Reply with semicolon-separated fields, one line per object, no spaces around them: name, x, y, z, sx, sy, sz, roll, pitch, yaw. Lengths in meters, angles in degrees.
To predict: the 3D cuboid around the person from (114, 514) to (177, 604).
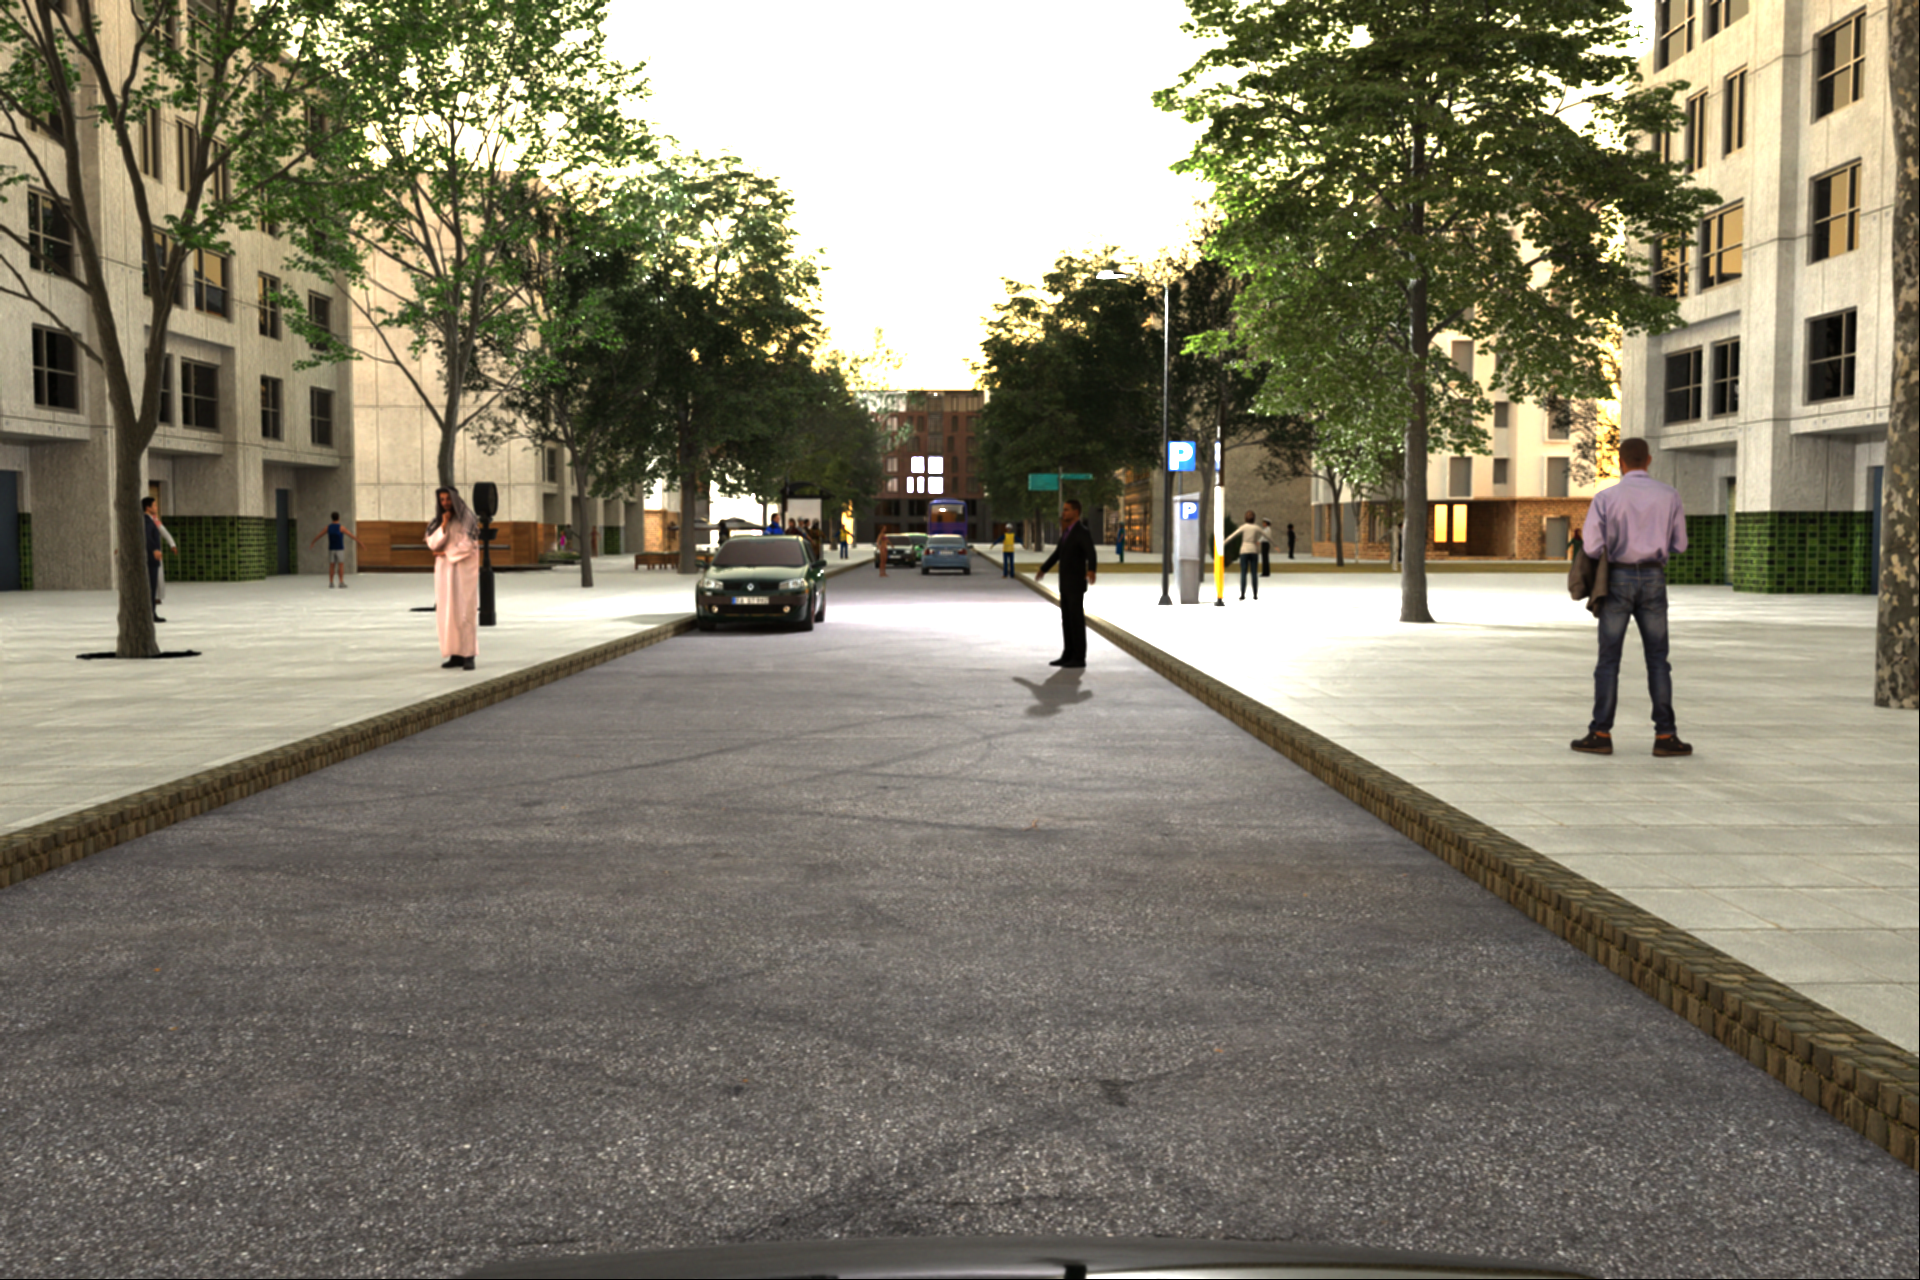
person;-14.828;-1.560;31.651;1.347;1.811;0.704;1;4;16

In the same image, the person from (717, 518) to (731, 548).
person;-8.766;-3.545;63.737;0.705;1.856;1.354;-1;4;-14

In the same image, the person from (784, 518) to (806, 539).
person;-4.811;-2.583;49.040;1.215;1.729;0.721;2;4;30

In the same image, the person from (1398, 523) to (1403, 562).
person;20.363;-4.511;79.941;0.705;1.806;1.347;1;4;10

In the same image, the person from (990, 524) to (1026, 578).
person;1.567;-2.905;56.419;1.216;1.772;0.721;-1;4;-14

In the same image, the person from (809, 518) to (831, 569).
person;-5.259;-3.521;63.342;0.705;1.858;1.354;3;5;40

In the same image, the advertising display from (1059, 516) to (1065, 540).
advertising display;3.744;-3.573;63.627;0.123;1.923;0.974;0;4;-1

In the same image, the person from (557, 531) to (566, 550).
person;-18.775;-4.426;81.626;0.599;1.433;0.991;-3;4;-36

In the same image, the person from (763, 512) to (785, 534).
person;-4.694;-2.344;44.296;0.704;1.831;1.345;2;4;30

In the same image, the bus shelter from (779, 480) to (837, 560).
bus shelter;-6.023;-4.547;68.267;2.014;3.302;5.546;0;4;-1

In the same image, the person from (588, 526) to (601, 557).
person;-20.116;-5.393;94.972;1.217;1.733;0.721;2;4;34

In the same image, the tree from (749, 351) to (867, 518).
tree;-9.640;-11.540;106.813;7.486;12.596;7.792;0;3;0

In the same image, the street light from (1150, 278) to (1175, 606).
street light;4.198;-3.555;30.660;1.470;5.913;1.316;0;3;0

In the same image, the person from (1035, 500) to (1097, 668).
person;1.192;-0.615;18.732;0.704;1.802;1.346;-1;4;-23

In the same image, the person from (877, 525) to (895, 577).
person;-2.518;-3.012;58.498;0.721;1.733;1.217;1;4;23

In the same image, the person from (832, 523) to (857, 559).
person;-5.932;-5.060;88.702;1.349;1.833;0.705;-1;4;-23

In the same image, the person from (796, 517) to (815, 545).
person;-5.204;-3.122;56.903;0.705;1.847;1.347;2;4;28

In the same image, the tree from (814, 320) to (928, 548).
tree;-9.063;-18.248;154.239;12.611;20.169;13.585;0;3;0

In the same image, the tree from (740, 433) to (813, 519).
tree;-9.218;-8.703;92.662;4.360;8.622;3.978;0;3;0

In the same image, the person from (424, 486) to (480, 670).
person;-4.842;-0.601;16.546;0.551;1.740;0.621;0;4;-7

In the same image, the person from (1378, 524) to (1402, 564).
person;18.732;-4.189;74.682;1.347;1.806;0.705;1;4;12

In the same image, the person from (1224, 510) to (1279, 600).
person;5.592;-1.639;33.561;1.215;1.744;0.721;0;4;-2

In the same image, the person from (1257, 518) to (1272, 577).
person;9.167;-2.806;52.344;0.721;1.778;1.216;2;4;25

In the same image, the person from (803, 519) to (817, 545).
person;-5.383;-3.364;61.141;0.704;1.812;1.346;-2;4;-24

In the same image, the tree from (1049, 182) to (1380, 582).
tree;6.439;-6.789;45.410;8.767;10.594;7.601;-1;4;-19

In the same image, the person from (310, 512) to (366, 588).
person;-14.917;-2.158;41.444;1.345;1.807;0.704;0;4;0

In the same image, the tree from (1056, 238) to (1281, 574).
tree;6.525;-7.420;55.734;8.767;10.594;7.601;3;5;42

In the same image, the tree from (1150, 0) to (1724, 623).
tree;6.564;-6.505;24.487;7.486;12.596;7.792;0;3;0

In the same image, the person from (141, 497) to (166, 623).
person;-11.772;-1.173;25.231;0.704;1.823;1.345;-2;4;-27

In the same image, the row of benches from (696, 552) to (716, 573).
row of benches;-8.429;-2.615;58.213;1.422;0.672;4.104;-2;4;-27

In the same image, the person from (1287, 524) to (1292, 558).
person;17.721;-5.297;92.753;0.704;1.843;1.345;1;4;10

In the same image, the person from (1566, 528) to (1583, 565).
person;16.570;-2.271;46.347;0.989;1.438;0.599;-2;4;-25

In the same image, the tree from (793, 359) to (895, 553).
tree;-9.709;-12.854;120.539;12.009;13.543;11.850;0;3;0

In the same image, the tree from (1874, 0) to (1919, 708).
tree;6.035;-9.498;11.185;12.611;20.169;13.585;0;3;0

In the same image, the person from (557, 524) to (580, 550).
person;-19.843;-4.986;87.795;1.348;1.796;0.705;-1;4;-19

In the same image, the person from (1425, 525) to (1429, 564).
person;19.578;-4.109;73.116;0.705;1.837;1.347;0;4;8

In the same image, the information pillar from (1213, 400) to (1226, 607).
information pillar;4.571;-2.393;30.486;0.183;3.616;0.504;0;4;-1

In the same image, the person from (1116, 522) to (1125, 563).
person;7.065;-4.292;76.308;0.704;1.817;1.347;0;4;2

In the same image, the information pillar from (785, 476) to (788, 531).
information pillar;-6.481;-4.490;64.765;0.183;3.616;0.504;0;4;0

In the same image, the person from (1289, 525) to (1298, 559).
person;17.123;-5.031;88.970;0.721;1.740;1.216;0;4;-5

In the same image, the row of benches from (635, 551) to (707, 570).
row of benches;-10.558;-2.957;63.803;1.422;0.672;4.104;2;4;27

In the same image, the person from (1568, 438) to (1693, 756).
person;3.938;-0.262;10.188;0.709;1.838;0.599;1;4;10
